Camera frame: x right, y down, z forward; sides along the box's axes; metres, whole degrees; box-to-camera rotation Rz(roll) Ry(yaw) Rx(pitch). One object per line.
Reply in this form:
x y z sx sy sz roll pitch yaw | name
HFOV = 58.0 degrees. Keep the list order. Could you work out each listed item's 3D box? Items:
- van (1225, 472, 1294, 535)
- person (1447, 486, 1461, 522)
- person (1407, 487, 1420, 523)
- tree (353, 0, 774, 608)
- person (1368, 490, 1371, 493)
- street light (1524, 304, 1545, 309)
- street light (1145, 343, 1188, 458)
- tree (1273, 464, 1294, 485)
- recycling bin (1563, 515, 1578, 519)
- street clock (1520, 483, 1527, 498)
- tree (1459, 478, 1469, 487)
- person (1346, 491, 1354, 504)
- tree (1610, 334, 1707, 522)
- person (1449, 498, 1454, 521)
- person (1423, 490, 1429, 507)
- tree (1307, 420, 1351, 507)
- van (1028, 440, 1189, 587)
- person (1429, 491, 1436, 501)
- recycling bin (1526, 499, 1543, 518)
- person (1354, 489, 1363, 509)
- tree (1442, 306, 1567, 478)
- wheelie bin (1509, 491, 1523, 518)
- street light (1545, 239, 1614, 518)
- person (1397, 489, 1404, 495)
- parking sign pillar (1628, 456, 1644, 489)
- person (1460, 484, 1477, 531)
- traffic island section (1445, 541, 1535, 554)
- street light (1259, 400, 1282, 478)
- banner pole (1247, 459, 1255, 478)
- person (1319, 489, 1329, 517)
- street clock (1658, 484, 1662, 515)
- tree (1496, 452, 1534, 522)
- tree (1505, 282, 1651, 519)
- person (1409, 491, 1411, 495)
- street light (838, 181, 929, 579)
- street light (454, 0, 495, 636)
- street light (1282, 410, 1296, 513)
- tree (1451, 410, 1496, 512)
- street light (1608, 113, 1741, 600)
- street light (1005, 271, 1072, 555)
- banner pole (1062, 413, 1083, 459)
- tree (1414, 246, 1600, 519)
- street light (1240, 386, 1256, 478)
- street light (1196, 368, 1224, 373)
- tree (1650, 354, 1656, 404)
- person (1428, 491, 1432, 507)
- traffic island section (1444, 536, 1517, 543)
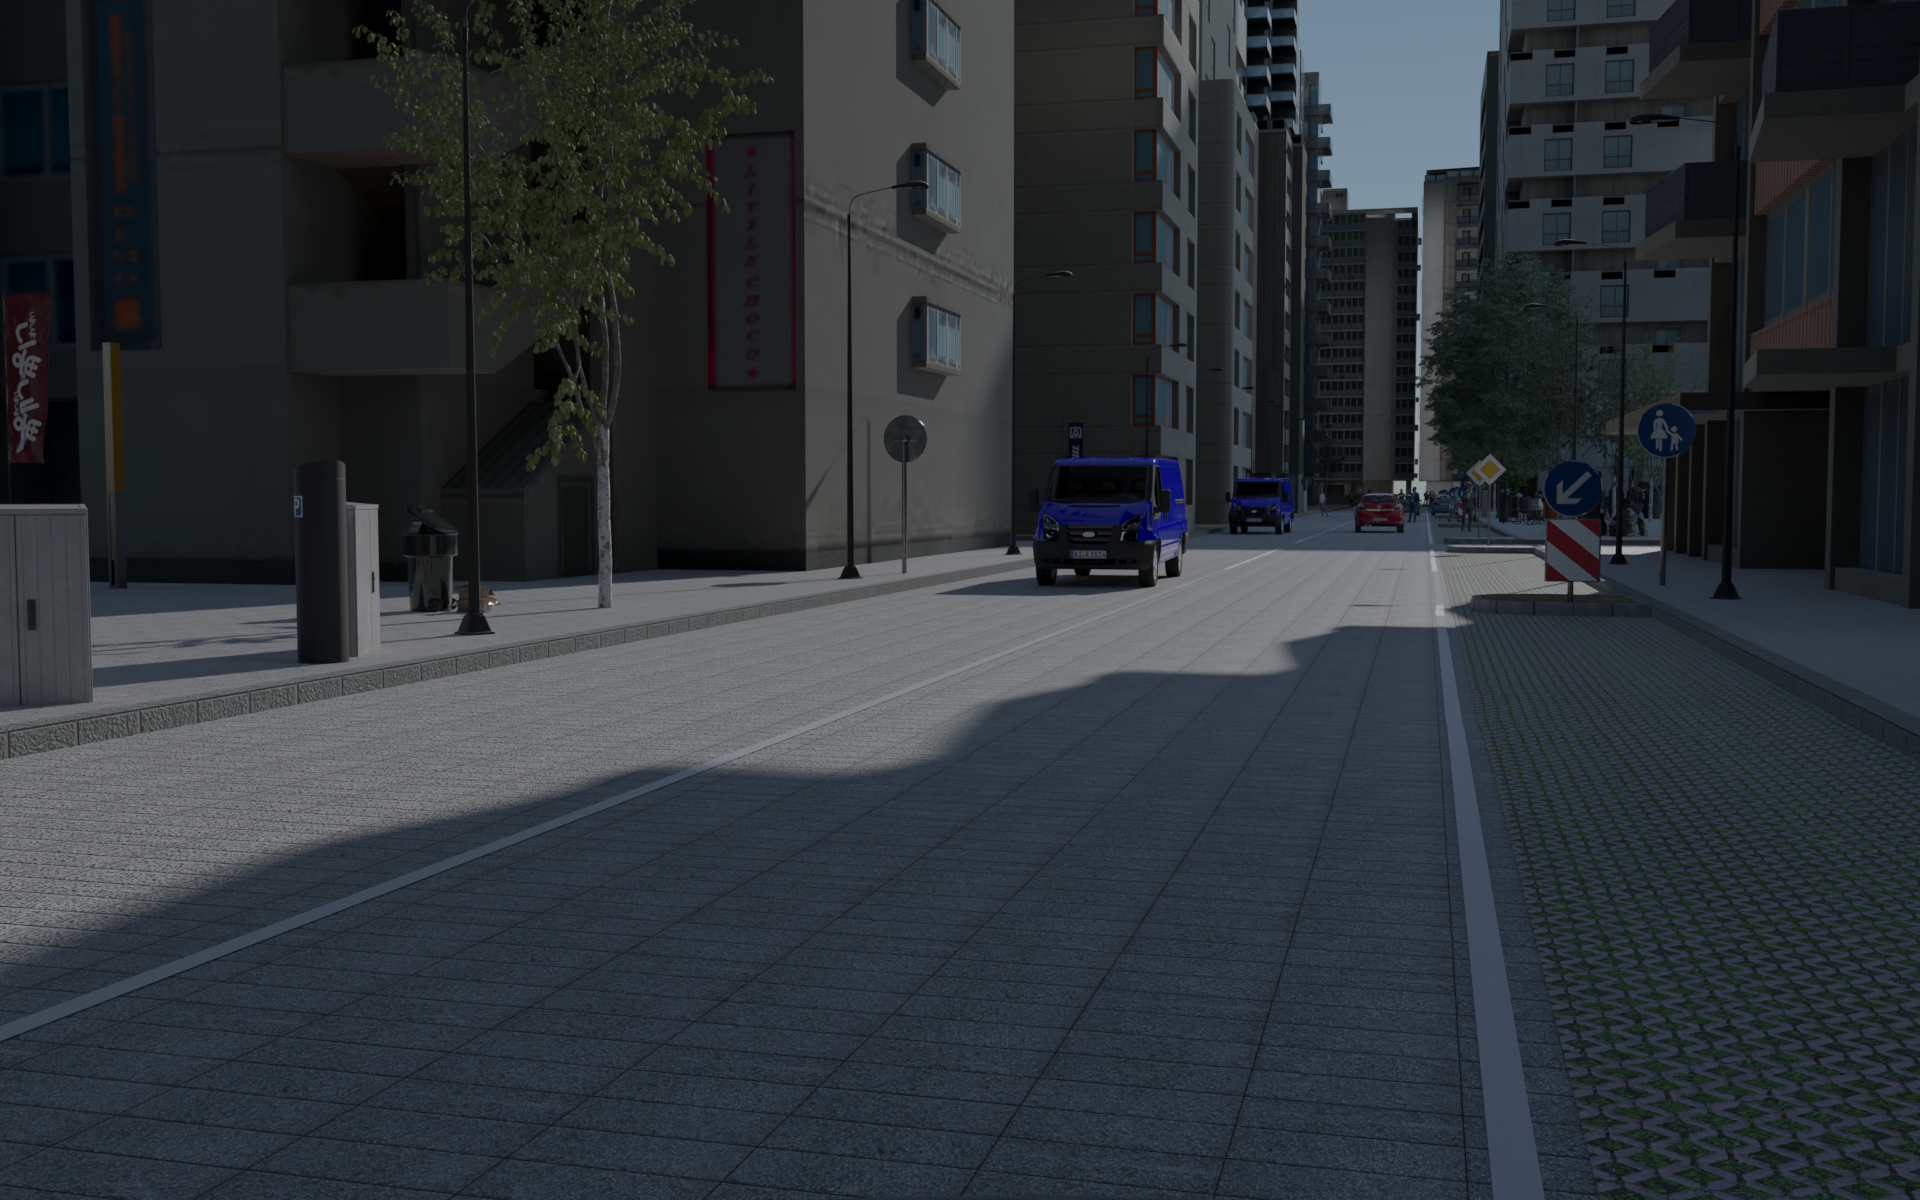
11.018 -3.601 63.259 2.240 2.365 5.245 1 4 16 | van
25.136 -4.865 87.912 0.748 1.841 0.638 2 4 27 | person
22.809 -4.799 87.141 0.419 1.800 0.721 -3 4 -37 | person
-4.239 -4.213 19.248 4.737 8.622 4.395 0 3 0 | tree
38.167 -9.344 161.291 0.705 1.823 1.348 -3 5 -41 | person
14.436 -4.264 42.258 1.470 5.913 1.316 1 4 15 | street light
6.308 -4.951 53.491 1.470 5.913 1.316 1 4 15 | street light
20.621 -7.154 111.562 1.663 3.219 1.824 0 3 0 | tree
23.650 -3.304 66.566 0.722 1.027 0.722 0 4 -1 | recycling bin
37.381 -6.753 114.979 0.471 2.002 0.358 3 5 44 | street clock
54.872 -11.900 189.168 1.663 3.219 1.824 0 3 0 | tree
46.113 -11.979 204.447 1.348 1.812 0.705 -2 4 -33 | person
32.287 -7.935 80.092 4.737 8.622 4.395 0 3 0 | tree
26.506 -4.864 93.037 0.382 1.210 0.505 -2 4 -25 | person
50.747 -11.012 188.417 0.709 1.838 0.599 -1 4 -19 | person
36.874 -13.638 173.341 4.360 8.622 3.978 0 3 0 | tree
2.554 -1.486 28.678 2.240 2.365 5.245 1 4 14 | van
45.430 -9.587 166.188 0.756 1.711 0.436 1 4 15 | person
30.876 -4.925 93.081 0.722 1.027 0.722 3 4 37 | recycling bin
26.925 -6.514 115.216 0.699 1.804 1.509 -3 5 -44 | person
33.012 -11.429 104.998 7.486 12.596 7.792 0 3 0 | tree
29.976 -5.257 93.864 0.980 1.594 0.693 2 4 27 | wheelie bin
11.511 -3.613 31.613 1.470 5.913 1.316 1 4 15 | street light
32.920 -7.386 129.218 1.348 1.831 0.705 1 4 19 | person
46.526 -7.997 119.217 1.447 3.967 1.447 -3 5 -41 | parking sign pillar
19.495 -3.543 66.385 0.622 1.834 0.822 1 4 10 | person
13.126 -1.264 42.945 2.009 0.180 2.903 1 4 15 | traffic island section
14.944 -6.917 85.637 1.470 5.913 1.316 1 4 15 | street light
20.806 -8.203 124.140 0.863 3.779 0.401 1 4 16 | banner pole
22.502 -5.981 106.968 0.598 1.740 0.731 2 4 27 | person
43.422 -6.272 107.109 0.471 2.002 0.358 1 4 11 | street clock
25.125 -5.175 79.211 1.663 3.219 1.824 0 3 0 | tree
21.333 -6.779 61.193 4.360 8.622 3.978 0 3 0 | tree
50.609 -11.377 195.228 0.721 1.735 1.217 2 4 34 | person
-1.143 -3.268 25.975 1.470 5.913 1.316 1 4 15 | street light
-3.928 -2.631 15.555 1.470 5.913 1.316 1 4 15 | street light
17.676 -7.566 96.243 1.470 5.913 1.316 1 4 15 | street light
38.042 -10.613 123.881 4.737 8.622 4.395 0 3 0 | tree
8.854 -2.974 21.167 1.470 5.913 1.316 1 4 15 | street light
1.656 -3.903 36.358 1.470 5.913 1.316 1 4 15 | street light
3.409 -3.874 53.357 0.863 3.779 0.401 -1 4 -9 | banner pole
28.583 -11.255 90.678 9.857 13.997 8.962 0 3 0 | tree
12.031 -6.268 75.029 1.470 5.913 1.316 1 4 15 | street light
9.019 -5.590 63.943 1.470 5.913 1.316 1 4 15 | street light
28.427 -7.664 75.661 4.360 8.622 3.978 0 3 0 | tree
53.550 -11.528 196.913 1.348 1.831 0.705 -3 5 -40 | person
15.194 -1.736 50.658 2.009 0.180 2.903 1 4 15 | traffic island section
